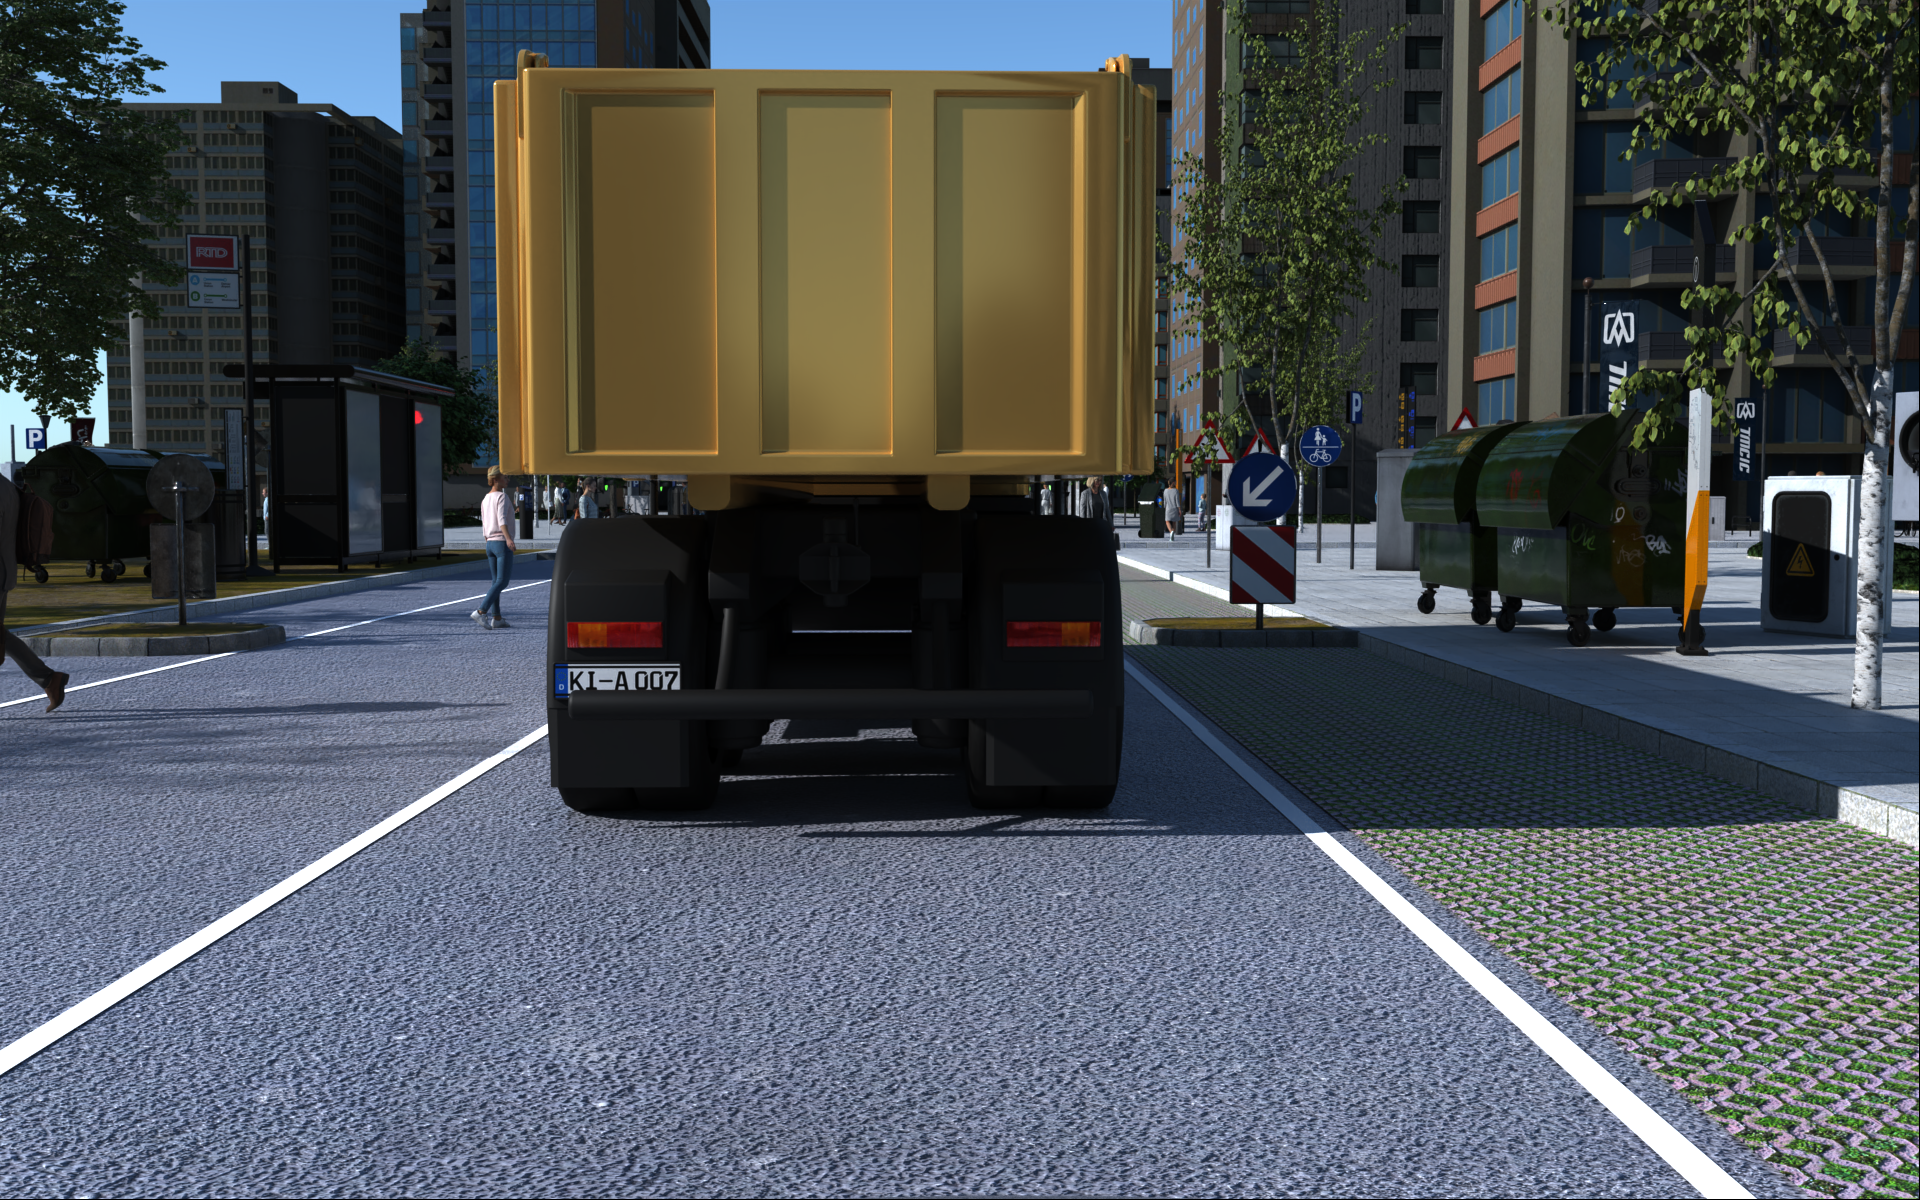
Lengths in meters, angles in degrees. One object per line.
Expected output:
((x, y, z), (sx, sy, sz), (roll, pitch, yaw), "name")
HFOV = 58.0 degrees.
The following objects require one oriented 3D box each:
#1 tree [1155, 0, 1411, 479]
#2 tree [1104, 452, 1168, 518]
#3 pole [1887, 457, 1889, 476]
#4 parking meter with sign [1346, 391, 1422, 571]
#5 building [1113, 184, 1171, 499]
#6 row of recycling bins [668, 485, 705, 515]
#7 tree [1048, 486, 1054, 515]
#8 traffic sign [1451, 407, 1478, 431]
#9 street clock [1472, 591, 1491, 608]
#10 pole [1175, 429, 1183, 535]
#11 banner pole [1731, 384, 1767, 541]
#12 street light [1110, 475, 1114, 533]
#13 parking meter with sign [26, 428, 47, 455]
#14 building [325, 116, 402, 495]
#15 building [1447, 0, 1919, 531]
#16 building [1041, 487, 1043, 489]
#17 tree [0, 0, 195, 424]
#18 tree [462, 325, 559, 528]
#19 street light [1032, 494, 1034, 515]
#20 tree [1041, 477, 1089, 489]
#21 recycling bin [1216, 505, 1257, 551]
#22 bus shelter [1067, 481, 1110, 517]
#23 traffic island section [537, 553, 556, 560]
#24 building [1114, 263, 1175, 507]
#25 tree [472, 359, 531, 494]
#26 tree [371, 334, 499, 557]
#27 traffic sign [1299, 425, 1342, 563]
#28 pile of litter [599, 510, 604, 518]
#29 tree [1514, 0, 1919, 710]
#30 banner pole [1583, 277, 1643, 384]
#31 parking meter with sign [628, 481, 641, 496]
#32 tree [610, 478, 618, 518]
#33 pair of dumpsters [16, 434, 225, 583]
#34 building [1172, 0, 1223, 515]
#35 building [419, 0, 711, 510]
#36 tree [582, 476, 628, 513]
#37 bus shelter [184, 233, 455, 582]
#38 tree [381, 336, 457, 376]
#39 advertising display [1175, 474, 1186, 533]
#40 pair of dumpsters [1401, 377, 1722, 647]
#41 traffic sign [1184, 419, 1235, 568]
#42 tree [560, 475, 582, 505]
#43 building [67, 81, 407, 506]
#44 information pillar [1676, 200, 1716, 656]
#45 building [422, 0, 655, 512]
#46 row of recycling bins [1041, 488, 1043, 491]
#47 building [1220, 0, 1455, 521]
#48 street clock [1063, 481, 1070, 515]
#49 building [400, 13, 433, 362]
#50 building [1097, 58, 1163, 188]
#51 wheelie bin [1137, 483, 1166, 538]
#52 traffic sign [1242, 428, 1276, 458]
((4.722, -4.599, 25.555), (4.737, 8.622, 4.395), (0, 3, 0), "tree")
((9.509, -6.788, 94.693), (4.285, 4.588, 4.351), (0, 3, 0), "tree")
((25.105, -3.255, 47.065), (0.158, 3.312, 0.155), (0, 3, 0), "pole")
((7.371, -2.002, 28.993), (1.738, 3.016, 0.543), (2, 4, 34), "parking meter with sign")
((20.726, -24.109, 165.883), (14.160, 30.474, 14.107), (0, 4, -1), "building")
((-13.411, -4.682, 83.663), (1.069, 1.692, 3.534), (-1, 4, -22), "row of recycling bins")
((4.586, -9.787, 78.146), (7.486, 12.596, 7.792), (0, 3, 0), "tree")
((7.565, -1.590, 25.996), (0.884, 2.594, 0.081), (1, 4, 8), "traffic sign")
((5.921, -0.919, 19.591), (0.471, 2.002, 0.358), (1, 4, 10), "street clock")
((6.875, -3.699, 54.326), (0.158, 3.312, 0.155), (0, 3, 0), "pole")
((18.054, -3.025, 39.480), (0.863, 3.779, 0.401), (1, 4, 21), "banner pole")
((3.644, -4.597, 47.694), (1.470, 5.913, 1.316), (0, 4, -1), "street light")
((-24.333, -3.087, 46.735), (0.543, 3.016, 1.738), (0, 4, 8), "parking meter with sign")
((-74.884, -36.804, 225.454), (21.600, 48.544, 21.300), (0, 4, -1), "building")
((33.616, -25.327, 68.718), (28.867, 44.769, 22.147), (0, 4, -1), "building")
((18.235, -39.222, 230.510), (27.495, 52.752, 28.713), (0, 4, -1), "building")
((-17.729, -6.942, 31.622), (7.486, 12.596, 7.792), (0, 3, 0), "tree")
((-15.876, -7.053, 65.684), (4.737, 8.622, 4.395), (0, 3, 0), "tree")
((3.037, -6.868, 84.825), (1.470, 5.913, 1.316), (0, 4, -1), "street light")
((4.441, -6.619, 91.927), (4.285, 4.588, 4.351), (0, 3, 0), "tree")
((6.305, -1.645, 39.446), (0.722, 1.027, 0.722), (-1, 4, -22), "recycling bin")
((5.234, -5.553, 68.427), (2.179, 5.291, 8.768), (0, 4, -1), "bus shelter")
((-8.230, -1.026, 39.055), (2.009, 0.180, 2.903), (0, 4, -1), "traffic island section")
((28.202, -18.321, 144.583), (27.650, 21.520, 28.899), (0, 4, -1), "building")
((-24.823, -8.783, 93.960), (4.360, 8.622, 3.978), (0, 3, 0), "tree")
((-11.203, -3.181, 35.727), (4.285, 4.588, 4.351), (0, 3, 0), "tree")
((6.671, -1.958, 32.118), (0.768, 2.556, 0.104), (0, 4, 7), "traffic sign")
((-11.326, -2.521, 55.178), (1.176, 0.858, 1.719), (0, 4, -4), "pile of litter")
((5.327, -3.667, 10.316), (4.737, 8.622, 4.395), (0, 3, 0), "tree")
((7.408, -1.829, 19.929), (0.401, 3.779, 0.863), (-3, 5, -41), "banner pole")
((-12.831, -4.410, 68.360), (0.543, 3.016, 1.738), (-1, 4, -23), "parking meter with sign")
((-11.494, -7.557, 57.963), (8.767, 10.594, 7.601), (0, 4, 5), "tree")
((-12.816, -1.489, 26.841), (1.574, 2.255, 4.437), (0, 4, -1), "pair of dumpsters")
((21.262, -28.107, 109.658), (14.600, 45.320, 14.200), (0, 4, -1), "building")
((-32.973, -31.985, 146.651), (21.300, 48.544, 21.600), (0, 4, -1), "building")
((-16.939, -6.126, 83.876), (4.285, 4.588, 4.351), (0, 3, 0), "tree")
((-10.861, -3.170, 29.455), (2.179, 5.291, 8.768), (0, 4, -1), "bus shelter")
((-25.333, -8.030, 81.645), (4.737, 8.622, 4.395), (0, 3, 0), "tree")
((7.180, -3.133, 56.435), (0.123, 1.923, 0.974), (1, 4, 22), "advertising display")
((5.566, -0.856, 16.484), (1.574, 2.255, 4.437), (0, 4, -1), "pair of dumpsters")
((4.327, -1.839, 30.075), (0.884, 2.594, 0.081), (0, 4, 2), "traffic sign")
((-21.217, -6.133, 94.883), (1.663, 3.219, 1.824), (0, 3, 0), "tree")
((-67.157, -29.192, 169.174), (23.993, 40.220, 32.217), (0, 4, -1), "building")
((5.848, -1.366, 13.695), (0.183, 3.616, 0.504), (1, 4, 13), "information pillar")
((-30.584, -29.282, 128.868), (14.600, 45.320, 14.200), (0, 4, -1), "building")
((4.716, -6.878, 119.574), (3.534, 1.692, 1.069), (-3, 4, -37), "row of recycling bins")
((20.093, -19.344, 87.975), (14.160, 30.474, 14.107), (0, 4, -1), "building")
((3.644, -3.399, 60.136), (0.358, 2.002, 0.471), (0, 4, 8), "street clock")
((-39.899, -33.922, 174.235), (30.456, 49.044, 23.786), (0, 4, -1), "building")
((20.495, -32.382, 179.558), (14.600, 45.320, 14.200), (0, 4, -1), "building")
((5.617, -2.614, 50.652), (0.980, 1.594, 0.693), (3, 5, 45), "wheelie bin")
((5.873, -2.078, 33.972), (0.884, 2.594, 0.081), (0, 4, 3), "traffic sign")
